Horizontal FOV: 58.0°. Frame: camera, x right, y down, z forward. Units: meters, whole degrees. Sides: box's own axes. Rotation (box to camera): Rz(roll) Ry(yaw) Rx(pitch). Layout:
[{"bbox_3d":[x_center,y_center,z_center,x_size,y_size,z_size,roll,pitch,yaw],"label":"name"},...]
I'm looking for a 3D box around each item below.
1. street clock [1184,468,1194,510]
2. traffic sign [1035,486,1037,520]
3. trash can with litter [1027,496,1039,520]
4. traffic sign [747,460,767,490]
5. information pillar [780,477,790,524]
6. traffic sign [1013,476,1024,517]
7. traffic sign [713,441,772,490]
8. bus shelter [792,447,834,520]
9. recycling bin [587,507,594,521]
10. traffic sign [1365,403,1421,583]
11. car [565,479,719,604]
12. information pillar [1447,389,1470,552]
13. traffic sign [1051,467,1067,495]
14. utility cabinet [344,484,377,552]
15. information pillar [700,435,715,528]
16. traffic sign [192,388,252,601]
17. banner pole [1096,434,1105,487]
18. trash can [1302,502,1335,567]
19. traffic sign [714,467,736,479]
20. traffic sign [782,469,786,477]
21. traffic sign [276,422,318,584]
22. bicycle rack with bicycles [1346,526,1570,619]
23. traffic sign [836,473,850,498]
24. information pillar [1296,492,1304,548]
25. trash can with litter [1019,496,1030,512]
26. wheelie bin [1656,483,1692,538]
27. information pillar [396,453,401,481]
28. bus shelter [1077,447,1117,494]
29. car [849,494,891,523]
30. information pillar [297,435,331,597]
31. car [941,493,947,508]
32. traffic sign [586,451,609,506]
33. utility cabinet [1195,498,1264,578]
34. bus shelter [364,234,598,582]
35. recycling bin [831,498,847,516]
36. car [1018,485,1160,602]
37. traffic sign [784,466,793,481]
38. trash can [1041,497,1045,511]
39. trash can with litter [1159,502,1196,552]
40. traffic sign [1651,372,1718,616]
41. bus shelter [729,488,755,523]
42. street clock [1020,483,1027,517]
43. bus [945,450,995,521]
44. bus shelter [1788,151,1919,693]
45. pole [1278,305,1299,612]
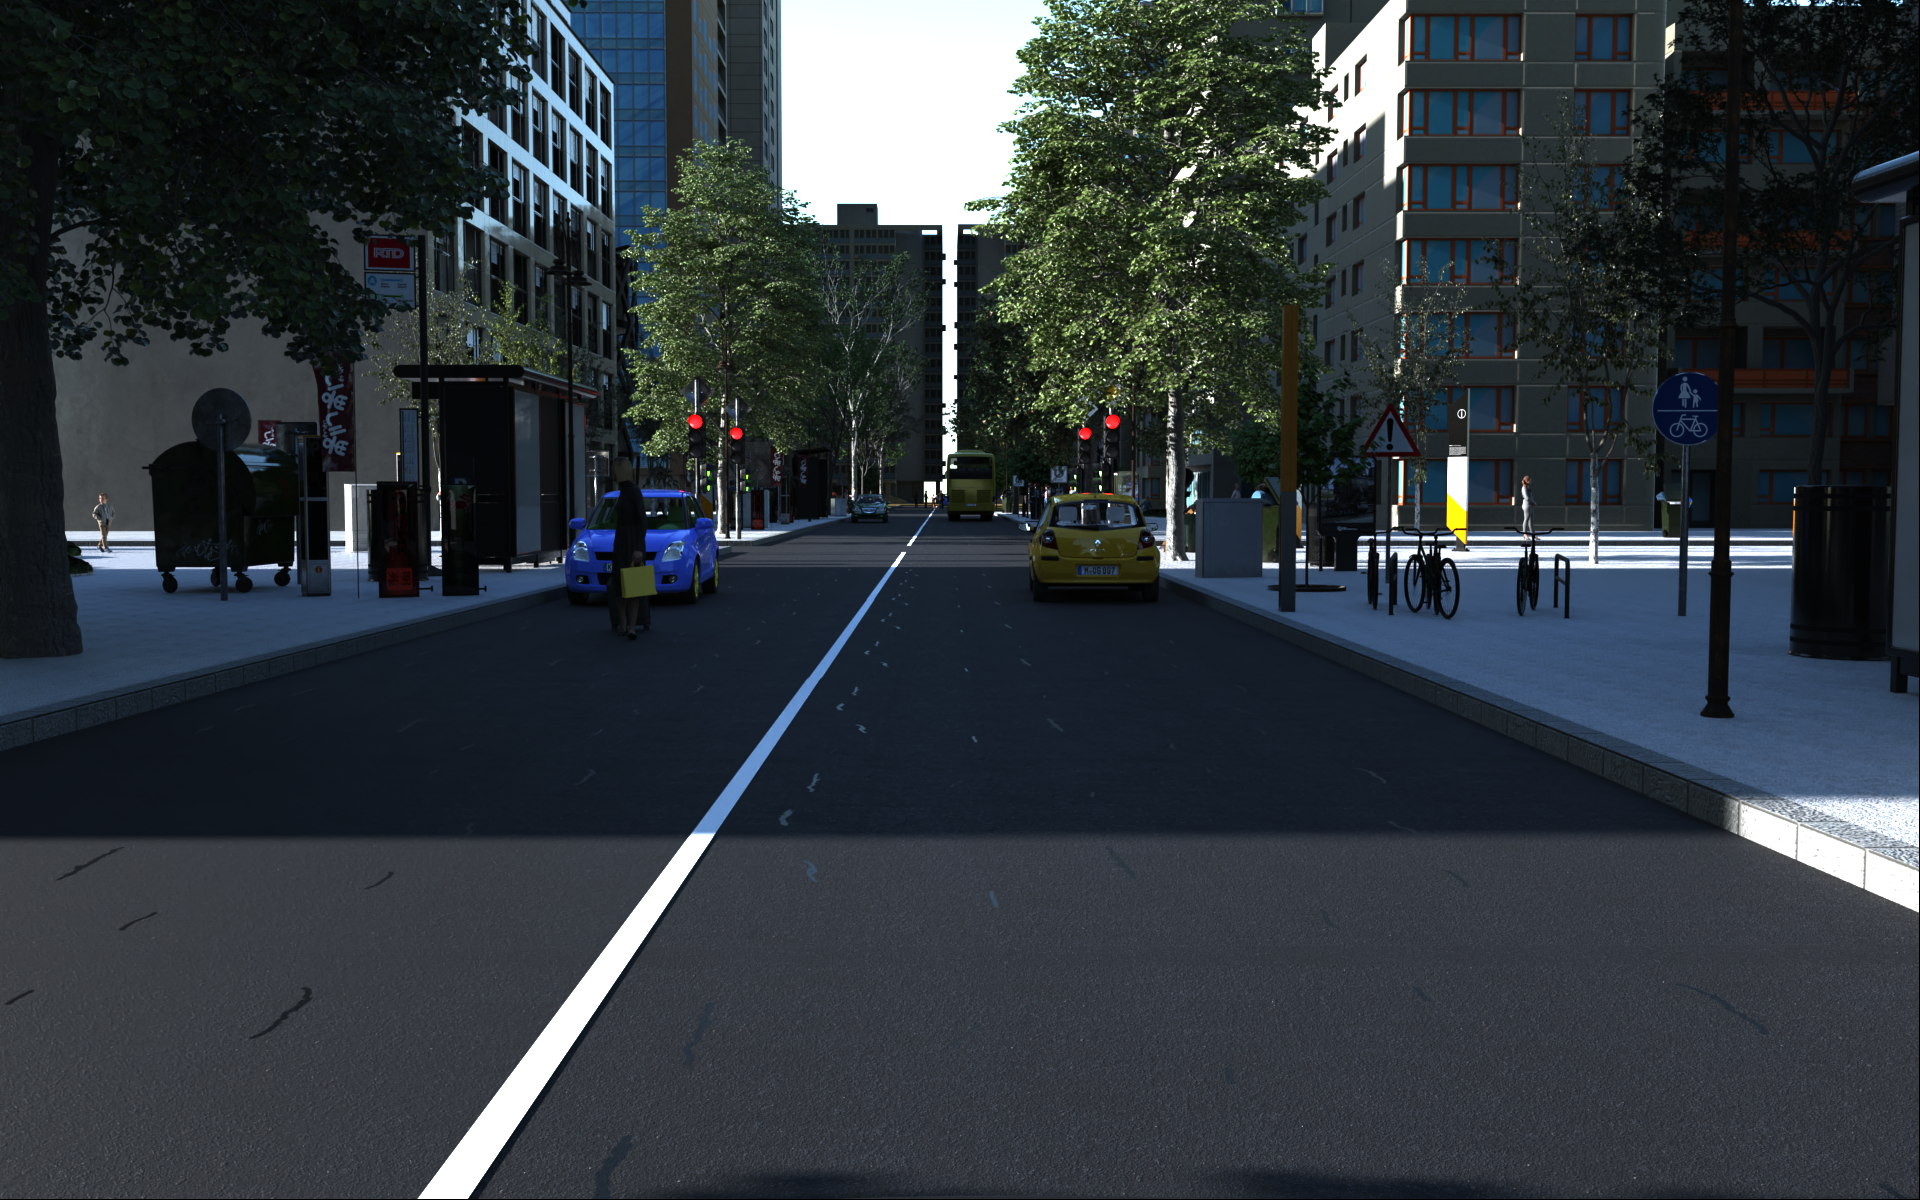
[{"bbox_3d":[6.264,-2.669,48.200,0.471,2.002,0.358,1,4,14],"label":"street clock"},{"bbox_3d":[3.791,-5.264,86.170,0.768,2.556,0.104,0,4,1],"label":"traffic sign"},{"bbox_3d":[3.795,-4.630,87.095,0.624,1.170,1.055,1,4,18],"label":"trash can with litter"},{"bbox_3d":[-7.688,-4.003,65.551,0.768,2.556,0.104,0,4,3],"label":"traffic sign"},{"bbox_3d":[-7.406,-4.205,73.237,0.304,2.012,0.304,1,4,17],"label":"information pillar"},{"bbox_3d":[3.223,-5.711,95.497,0.606,2.300,0.079,0,4,0],"label":"traffic sign"},{"bbox_3d":[-8.414,-4.471,66.978,2.265,3.308,0.079,0,3,0],"label":"traffic sign"},{"bbox_3d":[-7.545,-6.005,89.458,1.731,3.624,6.357,0,4,0],"label":"bus shelter"},{"bbox_3d":[-6.622,-1.237,32.779,0.722,1.027,0.722,0,4,2],"label":"recycling bin"},{"bbox_3d":[6.148,-1.519,24.832,0.884,2.594,0.081,0,4,6],"label":"traffic sign"},{"bbox_3d":[-4.306,-0.866,23.748,1.945,1.707,3.694,0,4,-2],"label":"car"},{"bbox_3d":[11.145,-2.896,38.704,0.183,3.616,0.504,-3,5,-44],"label":"information pillar"},{"bbox_3d":[3.660,-3.791,64.119,0.606,2.300,0.079,0,4,1],"label":"traffic sign"},{"bbox_3d":[-13.021,-1.819,38.423,0.318,1.500,1.173,3,5,41],"label":"utility cabinet"},{"bbox_3d":[-9.624,-4.560,65.918,0.504,3.616,0.183,1,4,16],"label":"information pillar"},{"bbox_3d":[-8.864,-1.265,20.788,0.768,2.556,0.104,0,4,8],"label":"traffic sign"},{"bbox_3d":[5.303,-4.637,65.829,0.401,3.779,0.863,-2,4,-27],"label":"banner pole"},{"bbox_3d":[6.443,-1.166,30.719,0.748,1.137,0.748,0,3,0],"label":"trash can"},{"bbox_3d":[-8.584,-3.862,63.147,0.884,2.594,0.081,0,4,8],"label":"traffic sign"},{"bbox_3d":[-7.750,-4.537,73.907,0.795,2.593,0.064,0,4,4],"label":"traffic sign"},{"bbox_3d":[-9.395,-1.373,24.573,0.606,2.300,0.079,0,4,5],"label":"traffic sign"},{"bbox_3d":[5.481,-0.333,18.822,2.852,0.926,2.925,1,4,17],"label":"bicycle rack with bicycles"},{"bbox_3d":[-7.370,-6.650,108.732,0.884,2.594,0.081,0,4,2],"label":"traffic sign"},{"bbox_3d":[7.904,-3.024,40.803,0.183,3.616,0.504,3,5,44],"label":"information pillar"},{"bbox_3d":[4.579,-6.789,122.059,1.678,1.210,2.233,0,4,-7],"label":"trash can with litter"},{"bbox_3d":[21.034,-2.641,51.081,0.980,1.594,0.693,1,4,8],"label":"wheelie bin"},{"bbox_3d":[-9.826,-1.612,30.852,0.304,2.012,0.304,-2,4,-33],"label":"information pillar"},{"bbox_3d":[6.803,-5.827,86.548,1.731,3.624,6.357,0,4,0],"label":"bus shelter"},{"bbox_3d":[-4.559,-4.643,87.717,2.131,1.459,4.920,0,4,-2],"label":"car"},{"bbox_3d":[-8.110,-1.056,21.764,0.304,2.012,0.304,-2,4,-34],"label":"information pillar"},{"bbox_3d":[-1.119,-10.477,180.889,1.945,1.707,3.694,0,4,-2],"label":"car"},{"bbox_3d":[-8.580,-2.370,40.880,0.606,2.300,0.079,1,4,8],"label":"traffic sign"},{"bbox_3d":[4.145,-0.950,26.700,1.020,1.237,0.306,-1,4,-17],"label":"utility cabinet"},{"bbox_3d":[-8.129,-3.174,29.525,2.179,5.291,8.768,0,4,0],"label":"bus shelter"},{"bbox_3d":[-6.992,-5.336,99.799,0.722,1.027,0.722,-2,4,-27],"label":"recycling bin"},{"bbox_3d":[1.839,-0.874,24.510,2.015,1.641,3.980,0,4,1],"label":"car"},{"bbox_3d":[-7.647,-4.595,75.241,0.768,2.556,0.104,0,4,2],"label":"traffic sign"},{"bbox_3d":[4.632,-5.462,100.953,0.748,1.137,0.748,0,3,0],"label":"trash can"},{"bbox_3d":[4.907,-1.634,38.106,1.055,1.170,0.624,2,4,24],"label":"trash can with litter"},{"bbox_3d":[7.602,-1.104,18.156,0.768,2.556,0.104,0,4,2],"label":"traffic sign"},{"bbox_3d":[-9.796,-5.176,78.559,2.014,3.302,5.546,0,4,0],"label":"bus shelter"},{"bbox_3d":[3.589,-5.658,97.076,0.471,2.002,0.358,1,4,16],"label":"street clock"},{"bbox_3d":[0.554,-6.371,95.720,2.896,3.916,12.252,0,3,0],"label":"bus"},{"bbox_3d":[6.839,-1.957,9.626,2.179,5.291,8.768,0,4,-1],"label":"bus shelter"},{"bbox_3d":[3.574,-1.529,18.840,0.158,3.312,0.155,0,3,0],"label":"pole"}]
